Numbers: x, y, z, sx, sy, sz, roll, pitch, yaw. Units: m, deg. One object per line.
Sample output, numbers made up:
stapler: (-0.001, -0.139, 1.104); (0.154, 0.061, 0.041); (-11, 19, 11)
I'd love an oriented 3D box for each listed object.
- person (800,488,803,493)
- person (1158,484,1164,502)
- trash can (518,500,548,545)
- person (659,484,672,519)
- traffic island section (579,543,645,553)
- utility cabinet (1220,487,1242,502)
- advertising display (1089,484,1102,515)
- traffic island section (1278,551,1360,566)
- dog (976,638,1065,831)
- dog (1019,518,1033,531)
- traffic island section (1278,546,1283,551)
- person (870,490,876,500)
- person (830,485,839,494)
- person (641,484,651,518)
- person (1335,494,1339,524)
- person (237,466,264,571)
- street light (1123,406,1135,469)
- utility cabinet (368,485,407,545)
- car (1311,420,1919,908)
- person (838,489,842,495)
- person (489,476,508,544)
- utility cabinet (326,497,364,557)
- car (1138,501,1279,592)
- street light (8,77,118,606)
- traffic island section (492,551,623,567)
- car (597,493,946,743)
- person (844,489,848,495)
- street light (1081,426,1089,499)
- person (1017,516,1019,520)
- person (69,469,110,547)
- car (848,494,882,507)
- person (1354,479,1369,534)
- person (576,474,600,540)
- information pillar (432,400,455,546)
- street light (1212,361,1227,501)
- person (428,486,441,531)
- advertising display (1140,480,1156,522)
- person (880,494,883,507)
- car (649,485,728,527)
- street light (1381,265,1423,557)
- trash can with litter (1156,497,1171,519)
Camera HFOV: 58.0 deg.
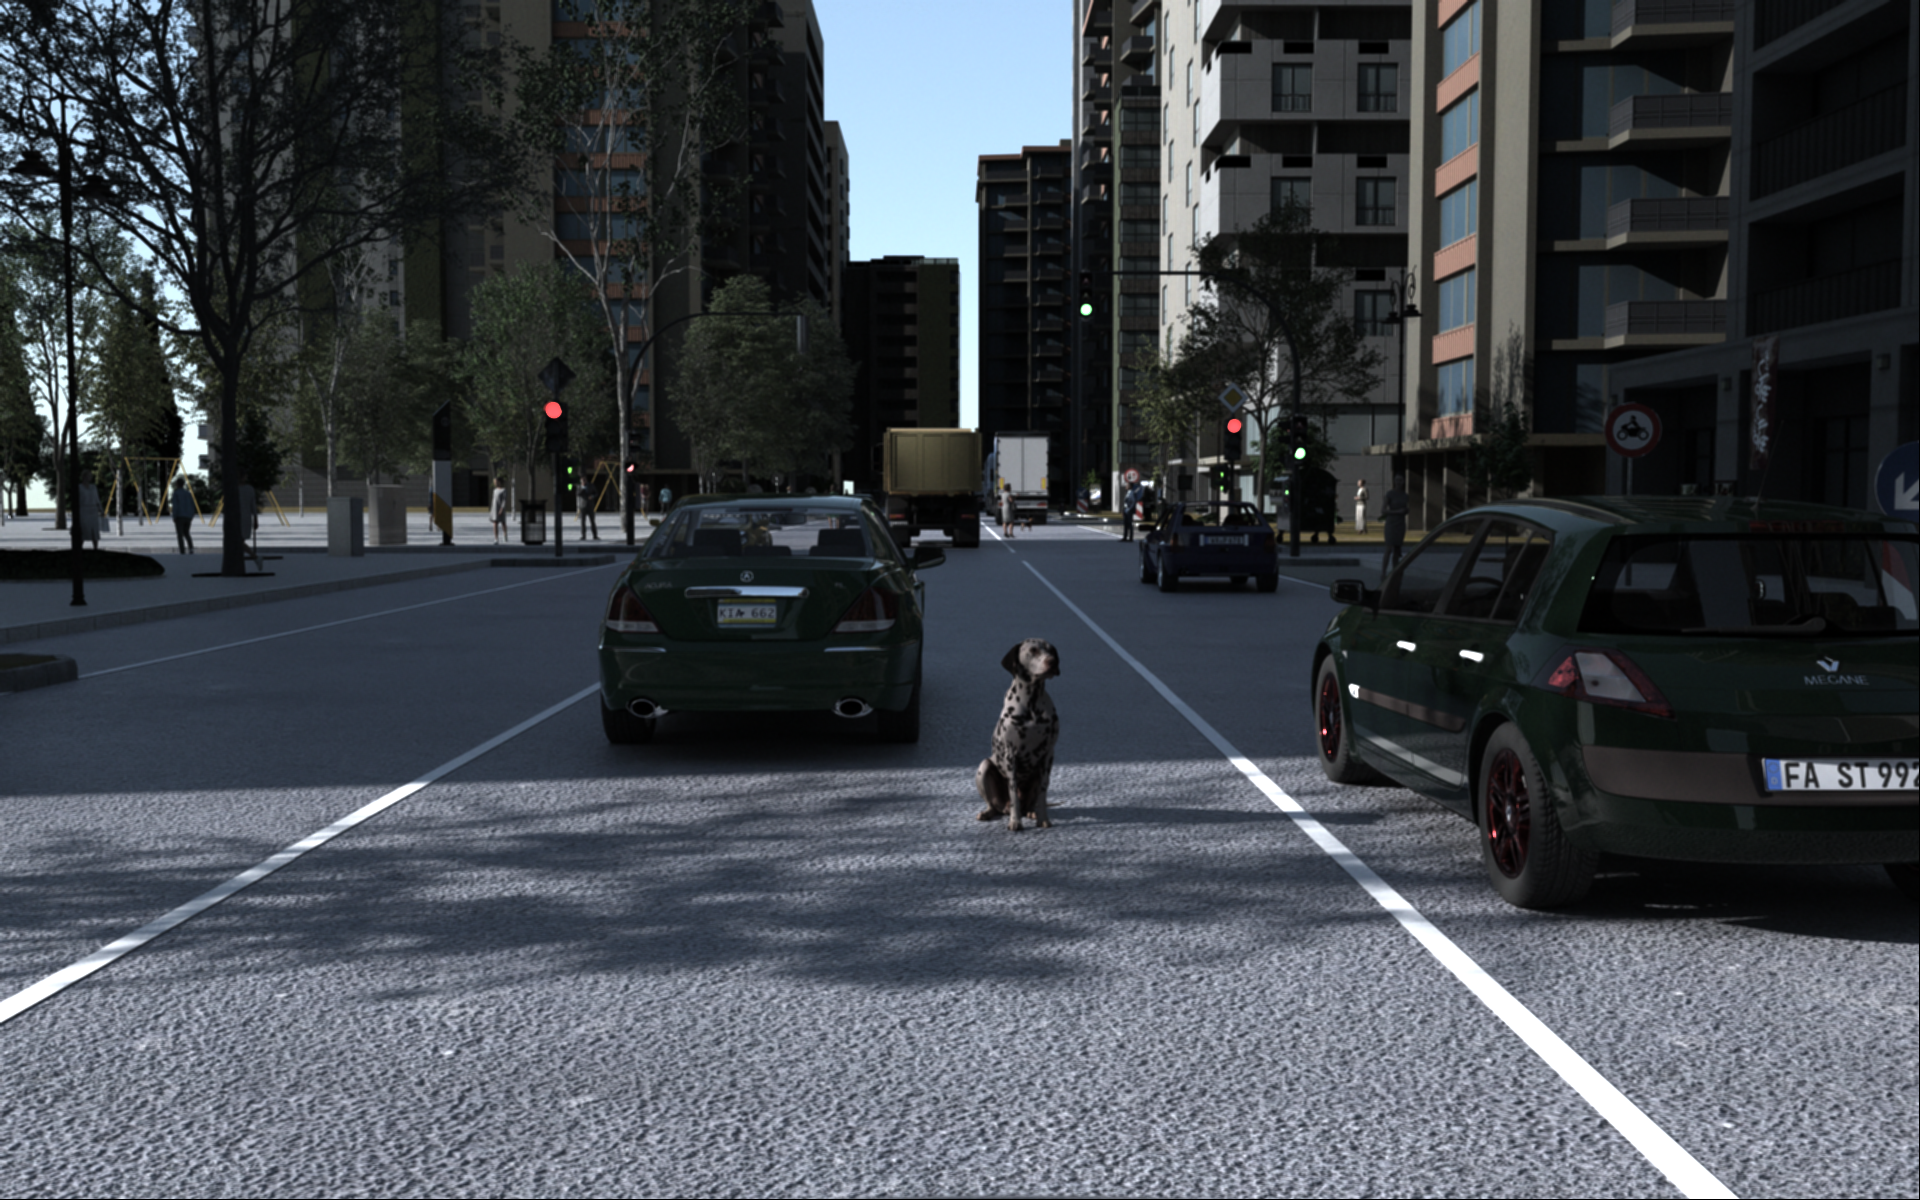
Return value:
person: (-12.620, -7.959, 136.895); (0.721, 1.735, 1.217); (2, 4, 26)
person: (10.464, -5.114, 89.838); (0.419, 1.800, 0.721); (0, 4, 7)
trash can: (-10.763, -1.959, 43.683); (0.748, 1.137, 0.748); (0, 3, 0)
person: (-15.383, -5.158, 90.402); (0.660, 1.820, 0.620); (0, 4, 3)
traffic island section: (-8.290, -1.298, 43.510); (2.009, 0.180, 2.903); (0, 4, 0)
utility cabinet: (8.846, -2.925, 56.506); (0.318, 1.500, 1.173); (2, 4, 30)
advertising display: (8.465, -6.286, 107.990); (0.123, 1.923, 0.974); (-3, 5, -43)
traffic island section: (6.893, -0.815, 35.599); (2.009, 0.180, 2.903); (0, 4, 0)
dog: (0.337, 0.560, 7.675); (0.513, 0.831, 0.800); (2, 4, 26)
dog: (2.576, -2.925, 67.114); (0.406, 0.507, 0.540); (1, 4, 19)
traffic island section: (6.851, -1.303, 43.584); (2.009, 0.180, 2.903); (0, 4, 0)
person: (-8.029, -9.120, 157.629); (0.705, 1.821, 1.348); (2, 4, 35)
person: (-4.805, -3.496, 65.912); (0.529, 1.795, 0.600); (3, 5, 42)
person: (-17.231, -5.421, 94.645); (0.573, 1.828, 0.580); (2, 4, 32)
person: (15.758, -3.831, 72.925); (0.590, 1.304, 0.306); (-2, 4, -25)
person: (-11.703, -1.317, 28.333); (0.760, 1.731, 0.466); (1, 4, 15)
street light: (8.646, -7.090, 88.703); (0.468, 5.910, 1.993); (0, 4, 0)
utility cabinet: (-14.255, -2.109, 43.169); (0.318, 1.500, 1.173); (1, 4, 16)
car: (2.709, 0.145, 7.409); (2.009, 1.686, 4.222); (0, 4, -1)
person: (-13.339, -11.304, 190.958); (1.348, 1.812, 0.705); (3, 4, 37)
person: (-11.847, -2.308, 44.535); (0.466, 1.731, 0.760); (0, 4, -3)
utility cabinet: (-12.750, -1.516, 35.944); (1.020, 1.237, 0.306); (3, 5, 43)
car: (3.772, -0.862, 26.673); (1.945, 1.354, 3.894); (0, 4, 0)
street light: (-10.178, -2.877, 19.820); (0.468, 5.910, 1.993); (0, 4, 0)
traffic island section: (-8.248, -0.810, 35.525); (2.009, 0.180, 2.903); (0, 4, 0)
car: (-1.155, 0.025, 11.393); (2.131, 1.459, 4.920); (0, 4, -1)
person: (-10.912, -9.695, 165.275); (0.721, 1.735, 1.217); (-2, 4, -33)
street light: (8.563, -8.898, 118.276); (0.468, 5.910, 1.993); (0, 4, 0)
person: (3.077, -5.225, 94.348); (0.534, 1.772, 0.576); (3, 5, 44)
person: (-17.513, -1.739, 34.820); (0.694, 1.780, 0.624); (-3, 4, -36)
car: (-4.182, -3.757, 71.219); (2.009, 1.686, 4.222); (0, 4, -1)
person: (12.754, -2.970, 55.156); (0.362, 1.759, 0.519); (-1, 4, -22)
person: (-10.459, -2.623, 48.731); (0.655, 1.846, 0.447); (-1, 4, -17)
information pillar: (-12.807, -3.152, 42.882); (0.183, 3.616, 0.504); (3, 5, 41)
street light: (8.745, -5.246, 58.556); (0.468, 5.910, 1.993); (0, 4, 0)
person: (-18.129, -3.291, 59.867); (0.581, 1.822, 0.654); (-2, 4, -33)
advertising display: (8.738, -4.604, 80.492); (0.123, 1.923, 0.974); (-3, 4, -38)
person: (-8.586, -10.677, 186.295); (0.991, 1.433, 0.599); (-3, 5, -44)
car: (-4.228, -1.194, 29.751); (2.015, 1.641, 3.980); (0, 4, -1)
street light: (8.934, -3.813, 35.132); (0.468, 5.910, 1.993); (0, 4, 0)
trash can with litter: (8.848, -3.793, 73.409); (1.055, 1.170, 0.624); (3, 4, 37)
